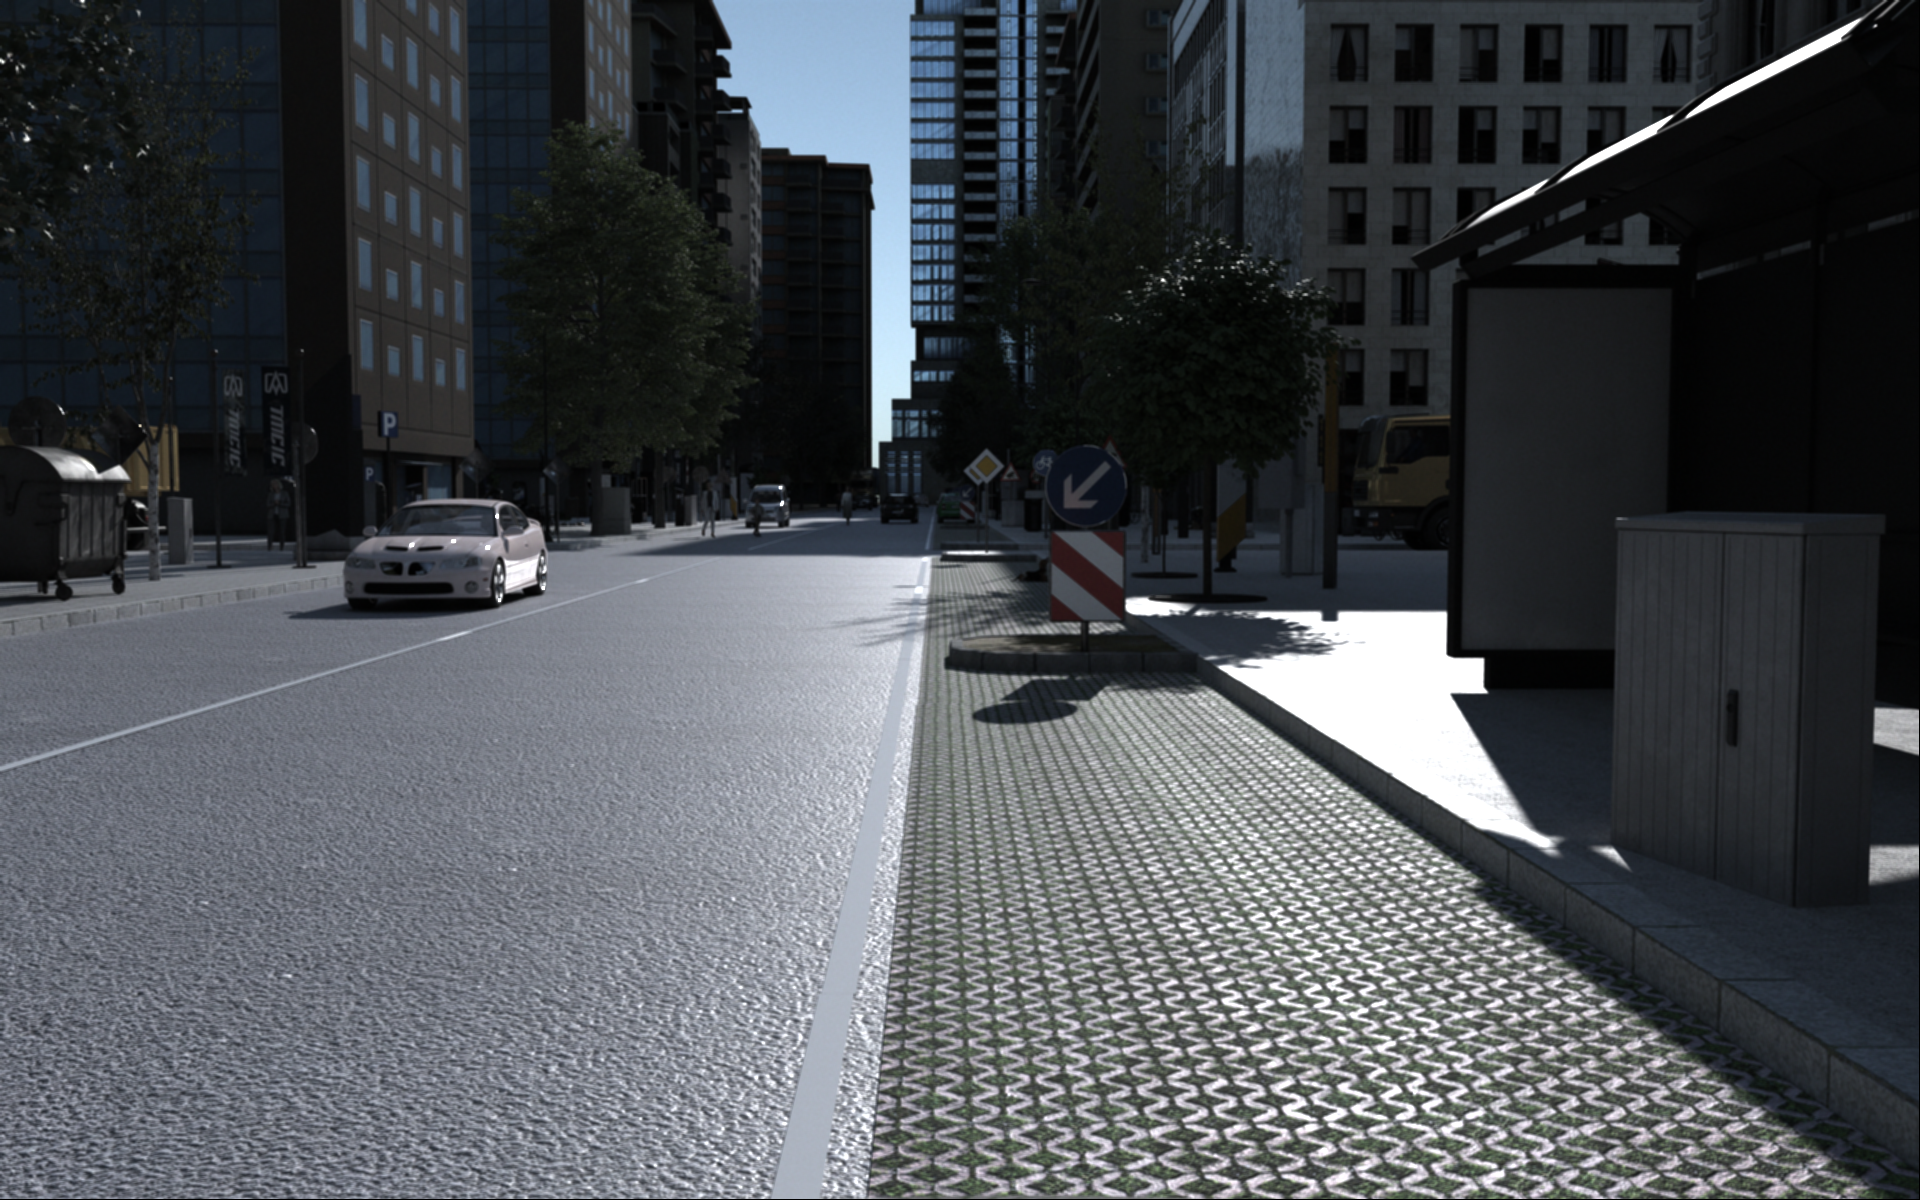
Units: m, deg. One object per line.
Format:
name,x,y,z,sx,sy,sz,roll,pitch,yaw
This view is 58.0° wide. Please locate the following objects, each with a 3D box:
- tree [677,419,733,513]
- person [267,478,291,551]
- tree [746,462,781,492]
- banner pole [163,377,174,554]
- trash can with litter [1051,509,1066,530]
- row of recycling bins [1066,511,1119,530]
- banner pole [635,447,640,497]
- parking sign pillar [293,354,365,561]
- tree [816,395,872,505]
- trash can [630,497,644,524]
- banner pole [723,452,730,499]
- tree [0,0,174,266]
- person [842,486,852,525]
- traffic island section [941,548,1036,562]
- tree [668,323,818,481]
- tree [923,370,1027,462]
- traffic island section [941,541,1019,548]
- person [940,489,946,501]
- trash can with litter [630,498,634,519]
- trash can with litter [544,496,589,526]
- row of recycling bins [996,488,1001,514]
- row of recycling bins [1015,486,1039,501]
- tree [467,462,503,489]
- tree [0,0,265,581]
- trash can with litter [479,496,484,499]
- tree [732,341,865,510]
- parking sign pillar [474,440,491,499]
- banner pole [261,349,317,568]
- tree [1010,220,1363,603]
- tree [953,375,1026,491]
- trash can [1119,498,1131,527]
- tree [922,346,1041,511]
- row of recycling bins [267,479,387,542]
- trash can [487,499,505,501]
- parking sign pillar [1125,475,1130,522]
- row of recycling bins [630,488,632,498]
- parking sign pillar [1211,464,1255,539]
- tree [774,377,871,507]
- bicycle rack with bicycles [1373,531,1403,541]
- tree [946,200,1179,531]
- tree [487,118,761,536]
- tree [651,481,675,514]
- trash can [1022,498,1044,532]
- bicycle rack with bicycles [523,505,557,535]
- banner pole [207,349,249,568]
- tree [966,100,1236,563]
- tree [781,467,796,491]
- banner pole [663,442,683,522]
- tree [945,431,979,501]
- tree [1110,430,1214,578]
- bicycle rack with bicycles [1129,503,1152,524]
tree,-17.137,-10.088,115.294,4.737,8.622,4.395,0,3,0
person,-16.158,-1.980,41.055,0.537,1.800,0.526,0,4,-5
tree,-12.096,-6.662,103.520,1.663,3.219,1.824,0,3,0
banner pole,-16.810,-2.869,36.921,0.401,3.779,0.863,-2,4,-25
trash can with litter,3.523,-2.797,57.112,1.055,1.170,0.624,1,4,18
row of recycling bins,3.574,-2.439,46.992,1.069,1.692,3.534,1,4,17
banner pole,-15.085,-5.566,81.022,0.401,3.779,0.863,-2,4,-29
parking sign pillar,-12.298,-2.774,33.819,1.447,3.967,1.447,2,4,24
tree,-13.870,-17.090,197.542,7.486,12.596,7.792,0,3,0
trash can,-14.154,-3.914,75.645,0.748,1.137,0.748,0,3,0
banner pole,-14.075,-6.996,104.407,0.401,3.779,0.863,2,4,35
tree,-11.438,-5.831,12.343,9.611,12.733,9.660,0,3,0
person,-5.194,-4.353,79.903,0.478,1.798,0.641,1,4,9
traffic island section,0.602,-0.946,37.752,2.009,0.180,2.903,0,4,-1
tree,-12.244,-9.782,94.344,8.767,10.594,7.601,-2,4,-33
tree,1.821,-14.936,154.577,12.009,13.543,11.850,0,3,0
traffic island section,0.500,-1.435,45.737,2.009,0.180,2.903,0,4,-1
person,-1.041,-6.436,113.949,0.478,1.798,0.641,2,4,32
trash can with litter,-11.873,-2.981,60.122,1.055,1.170,0.624,-2,4,-26
trash can with litter,-16.097,-3.609,70.058,2.233,1.210,1.678,0,4,-8
row of recycling bins,2.922,-6.427,112.195,1.069,1.692,3.534,2,4,28
row of recycling bins,4.476,-4.845,86.325,3.534,1.692,1.069,0,4,-7
tree,-24.027,-5.734,88.345,1.663,3.219,1.824,0,3,0
tree,-12.143,-4.605,25.653,4.360,8.622,3.978,0,3,0
trash can with litter,-19.255,-3.643,70.624,1.678,1.210,2.233,0,4,2
tree,-12.634,-13.920,137.961,12.009,13.543,11.850,0,3,0
parking sign pillar,-23.778,-5.985,86.325,1.447,3.967,1.447,0,4,2
banner pole,-11.603,-2.439,29.897,0.863,3.779,0.401,-2,4,-28
tree,3.095,-2.276,20.919,4.285,4.588,4.351,0,3,0
tree,2.149,-9.658,108.274,4.360,8.622,3.978,0,3,0
trash can,6.362,-3.452,68.101,0.748,1.137,0.748,0,3,0
tree,1.640,-13.124,131.582,9.611,12.733,9.660,0,3,0
row of recycling bins,-17.433,-2.482,47.691,1.069,1.692,3.534,2,4,34
trash can,-13.833,-2.420,51.227,0.748,1.137,0.748,0,3,0
parking sign pillar,7.454,-5.814,83.528,1.447,3.967,1.447,3,4,37
row of recycling bins,-22.511,-6.438,112.375,3.534,1.692,1.069,-3,4,-37
parking sign pillar,7.869,-3.787,50.397,1.447,3.967,1.447,3,5,41
tree,-13.454,-15.423,169.174,9.611,12.733,9.660,0,3,0
bicycle rack with bicycles,12.707,-2.117,47.996,2.925,0.926,2.852,-1,4,-21
tree,3.454,-8.219,60.129,9.928,11.665,9.643,0,3,0
tree,-10.812,-8.248,52.987,7.486,12.596,7.792,0,3,0
tree,-18.874,-7.061,110.046,1.663,3.219,1.824,0,3,0
trash can,2.497,-2.906,59.174,0.748,1.137,0.748,0,3,0
bicycle rack with bicycles,-13.568,-2.465,53.680,2.852,0.926,2.925,2,4,29
banner pole,-12.810,-2.464,30.296,0.401,3.779,0.863,2,4,29
tree,3.297,-4.997,32.063,4.737,8.622,4.395,0,3,0
tree,-12.733,-7.886,123.541,1.663,3.219,1.824,0,3,0
banner pole,-13.529,-5.649,82.371,0.863,3.779,0.401,2,4,28
tree,1.543,-16.472,187.439,7.486,12.596,7.792,0,3,0
tree,3.060,-1.971,26.823,1.663,3.219,1.824,0,3,0
bicycle rack with bicycles,6.601,-3.698,73.844,2.852,0.926,2.925,-2,4,-34
